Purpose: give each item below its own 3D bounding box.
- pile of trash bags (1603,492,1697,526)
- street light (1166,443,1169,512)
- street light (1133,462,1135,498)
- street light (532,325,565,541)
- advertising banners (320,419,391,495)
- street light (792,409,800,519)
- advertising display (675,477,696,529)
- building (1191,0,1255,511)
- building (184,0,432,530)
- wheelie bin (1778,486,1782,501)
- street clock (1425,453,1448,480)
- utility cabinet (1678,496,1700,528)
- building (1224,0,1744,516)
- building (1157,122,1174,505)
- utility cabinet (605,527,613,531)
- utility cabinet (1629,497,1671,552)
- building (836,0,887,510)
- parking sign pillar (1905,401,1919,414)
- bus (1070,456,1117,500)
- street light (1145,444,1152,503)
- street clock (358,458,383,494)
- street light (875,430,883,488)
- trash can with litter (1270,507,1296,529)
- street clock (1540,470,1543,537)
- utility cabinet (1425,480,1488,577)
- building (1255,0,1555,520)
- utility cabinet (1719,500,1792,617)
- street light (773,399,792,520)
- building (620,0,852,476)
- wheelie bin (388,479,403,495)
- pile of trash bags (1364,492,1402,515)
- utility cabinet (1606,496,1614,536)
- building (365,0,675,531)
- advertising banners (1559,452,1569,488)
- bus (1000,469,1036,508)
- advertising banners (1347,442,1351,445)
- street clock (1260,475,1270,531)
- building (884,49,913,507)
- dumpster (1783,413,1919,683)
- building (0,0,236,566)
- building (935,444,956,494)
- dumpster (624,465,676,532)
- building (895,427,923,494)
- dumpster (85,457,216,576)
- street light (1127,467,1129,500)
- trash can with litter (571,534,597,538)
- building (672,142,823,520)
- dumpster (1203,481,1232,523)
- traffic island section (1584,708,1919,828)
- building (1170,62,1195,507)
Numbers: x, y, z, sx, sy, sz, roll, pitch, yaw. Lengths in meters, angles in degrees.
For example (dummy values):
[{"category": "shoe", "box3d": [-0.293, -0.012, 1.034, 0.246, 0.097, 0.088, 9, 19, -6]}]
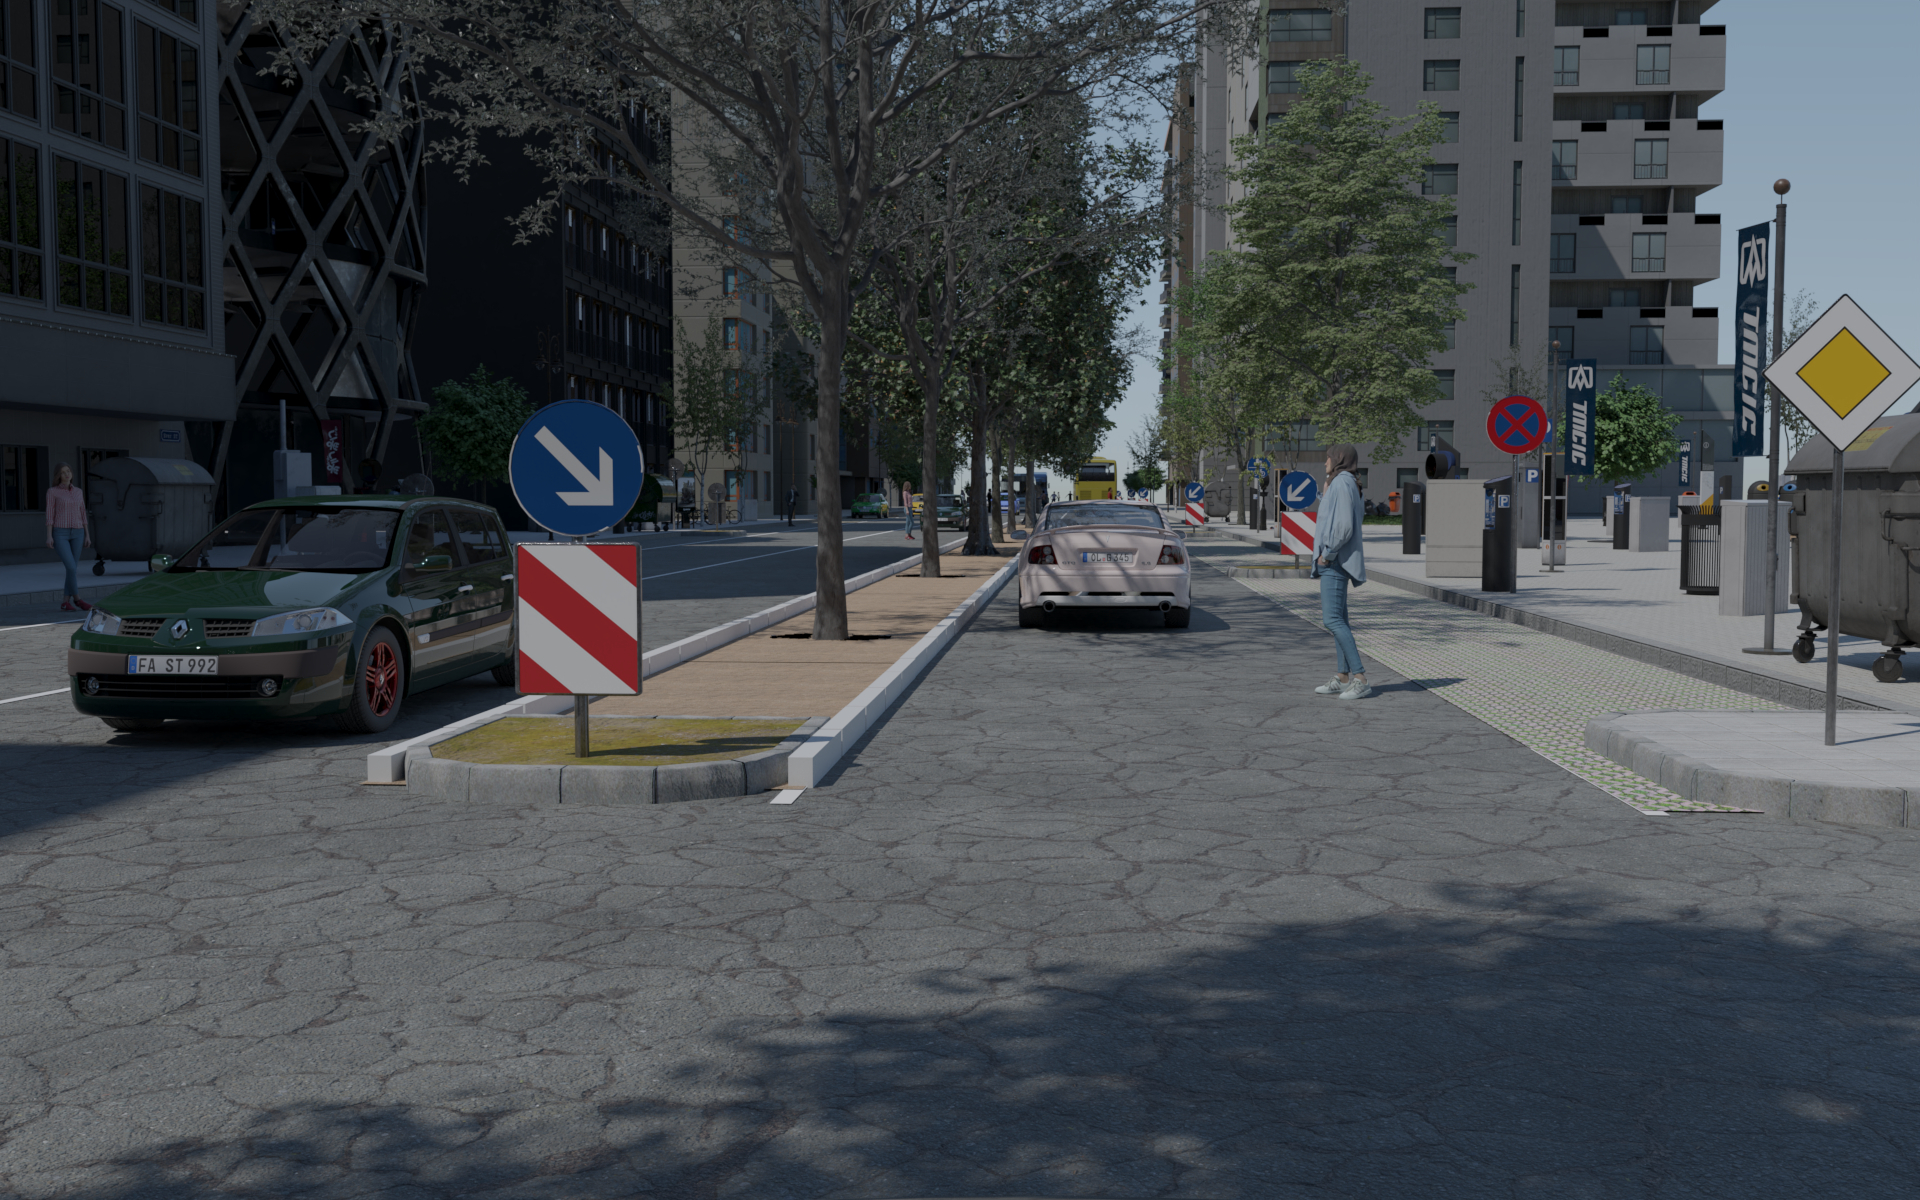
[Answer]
[{"category": "pile of trash bags", "box3d": [27.114, -3.563, 68.009, 3.447, 1.369, 1.912, 1, 4, 16]}, {"category": "street light", "box3d": [14.627, -9.099, 121.563, 0.468, 5.910, 1.993, 0, 4, 4]}, {"category": "street light", "box3d": [20.685, -14.258, 205.902, 0.468, 5.910, 1.993, 0, 4, 4]}, {"category": "street light", "box3d": [-11.264, -4.572, 47.536, 0.468, 5.910, 1.993, 0, 4, 4]}, {"category": "advertising banners", "box3d": [-13.905, -2.706, 40.437, 2.074, 3.025, 0.090, 0, 4, 6]}, {"category": "street light", "box3d": [-8.397, -7.009, 87.393, 0.468, 5.910, 1.993, 0, 4, 4]}, {"category": "advertising display", "box3d": [-10.191, -3.614, 64.295, 0.123, 1.923, 0.974, 2, 4, 34]}, {"category": "building", "box3d": [29.507, -36.575, 140.007, 21.231, 58.520, 28.212, 0, 4, 4]}, {"category": "building", "box3d": [-23.214, -10.885, 45.419, 16.820, 18.784, 16.811, 0, 4, 4]}, {"category": "wheelie bin", "box3d": [31.469, -3.538, 65.755, 0.980, 1.594, 0.693, 0, 4, 6]}, {"category": "street clock", "box3d": [8.492, -1.610, 30.901, 0.358, 2.002, 0.471, -1, 4, -10]}, {"category": "utility cabinet", "box3d": [27.908, -3.354, 66.001, 1.020, 1.237, 0.306, -1, 4, -11]}, {"category": "building", "box3d": [31.768, -31.966, 111.888, 28.713, 52.752, 27.495, 0, 4, 4]}, {"category": "building", "box3d": [34.423, -33.232, 197.962, 22.147, 44.769, 28.867, 0, 4, 4]}, {"category": "utility cabinet", "box3d": [-12.139, -3.000, 60.217, 0.306, 1.237, 1.020, 2, 4, 26]}, {"category": "utility cabinet", "box3d": [15.307, -1.670, 38.467, 1.020, 1.237, 0.306, -2, 4, -31]}, {"category": "building", "box3d": [-13.866, -30.512, 148.988, 14.600, 45.320, 14.200, 0, 4, 4]}, {"category": "parking sign pillar", "box3d": [22.344, -3.176, 40.395, 1.447, 3.967, 1.447, -2, 4, -33]}, {"category": "bus", "box3d": [8.647, -7.371, 112.068, 2.896, 3.916, 12.252, 0, 4, 3]}, {"category": "street light", "box3d": [17.392, -11.336, 158.139, 0.468, 5.910, 1.993, 0, 4, 4]}, {"category": "street clock", "box3d": [-11.815, -1.845, 34.735, 0.471, 2.002, 0.358, -1, 4, -18]}, {"category": "street light", "box3d": [-5.783, -9.285, 124.601, 0.468, 5.910, 1.993, 0, 4, 4]}, {"category": "trash can with litter", "box3d": [11.759, -3.217, 63.651, 2.233, 1.210, 1.678, 0, 4, -1]}, {"category": "street clock", "box3d": [17.253, -2.862, 51.357, 0.358, 2.002, 0.471, -1, 4, -17]}, {"category": "utility cabinet", "box3d": [7.750, -1.092, 26.535, 1.173, 1.500, 0.318, 1, 4, 12]}, {"category": "building", "box3d": [22.738, -19.615, 92.402, 14.160, 30.474, 14.107, 0, 4, 4]}, {"category": "utility cabinet", "box3d": [8.509, -0.450, 18.514, 1.020, 1.237, 0.306, -3, 5, -40]}, {"category": "street light", "box3d": [-8.685, -6.810, 84.129, 0.468, 5.910, 1.993, 0, 4, 4]}, {"category": "building", "box3d": [-23.173, -32.987, 128.570, 28.713, 52.752, 27.495, 0, 4, 4]}, {"category": "wheelie bin", "box3d": [-12.009, -1.818, 37.635, 0.693, 1.594, 0.980, 1, 4, 20]}, {"category": "pile of trash bags", "box3d": [18.681, -4.176, 78.034, 3.447, 1.369, 1.912, -3, 4, -39]}, {"category": "utility cabinet", "box3d": [20.310, -2.573, 53.234, 0.306, 1.237, 1.020, -1, 4, -16]}, {"category": "building", "box3d": [-19.040, -14.510, 66.910, 12.332, 23.373, 15.834, 0, 4, 4]}, {"category": "advertising banners", "box3d": [24.180, -4.609, 71.552, 2.074, 3.025, 0.090, 2, 4, 31]}, {"category": "bus", "box3d": [5.060, -9.415, 148.789, 2.948, 3.499, 13.247, 0, 4, 4]}, {"category": "advertising banners", "box3d": [13.402, -3.845, 59.058, 0.090, 3.025, 2.074, 2, 4, 25]}, {"category": "street clock", "box3d": [10.658, -3.441, 60.822, 0.358, 2.002, 0.471, -1, 4, -17]}, {"category": "building", "box3d": [-15.617, -45.462, 181.552, 20.563, 71.187, 20.611, 0, 4, 4]}, {"category": "dumpster", "box3d": [6.860, -0.404, 12.361, 1.264, 1.857, 1.865, 0, 4, 4]}, {"category": "building", "box3d": [-22.812, -14.139, 24.687, 14.314, 27.812, 24.014, 0, 4, 4]}, {"category": "building", "box3d": [-15.419, -23.118, 223.014, 27.650, 21.520, 28.899, 0, 4, 4]}, {"category": "dumpster", "box3d": [-10.558, -3.432, 58.611, 1.502, 2.255, 1.985, 0, 4, 4]}, {"category": "building", "box3d": [-10.832, -33.624, 199.856, 14.600, 45.320, 14.200, 0, 4, 4]}, {"category": "dumpster", "box3d": [-12.937, -1.342, 27.707, 1.264, 1.857, 1.865, 0, 4, 4]}, {"category": "street light", "box3d": [23.508, -16.495, 242.474, 0.468, 5.910, 1.993, 0, 4, 4]}, {"category": "trash can with litter", "box3d": [-11.124, -2.440, 51.276, 1.055, 1.170, 0.624, 3, 5, 44]}, {"category": "building", "box3d": [-23.549, -15.644, 100.816, 27.650, 21.520, 28.899, 0, 4, 4]}, {"category": "dumpster", "box3d": [11.664, -4.444, 78.421, 1.264, 1.857, 1.865, 0, 4, 4]}, {"category": "traffic island section", "box3d": [4.462, 0.821, 8.853, 2.009, 0.180, 2.903, 0, 4, 4]}, {"category": "building", "box3d": [28.876, -32.210, 176.751, 14.600, 45.320, 14.200, 0, 4, 4]}]
